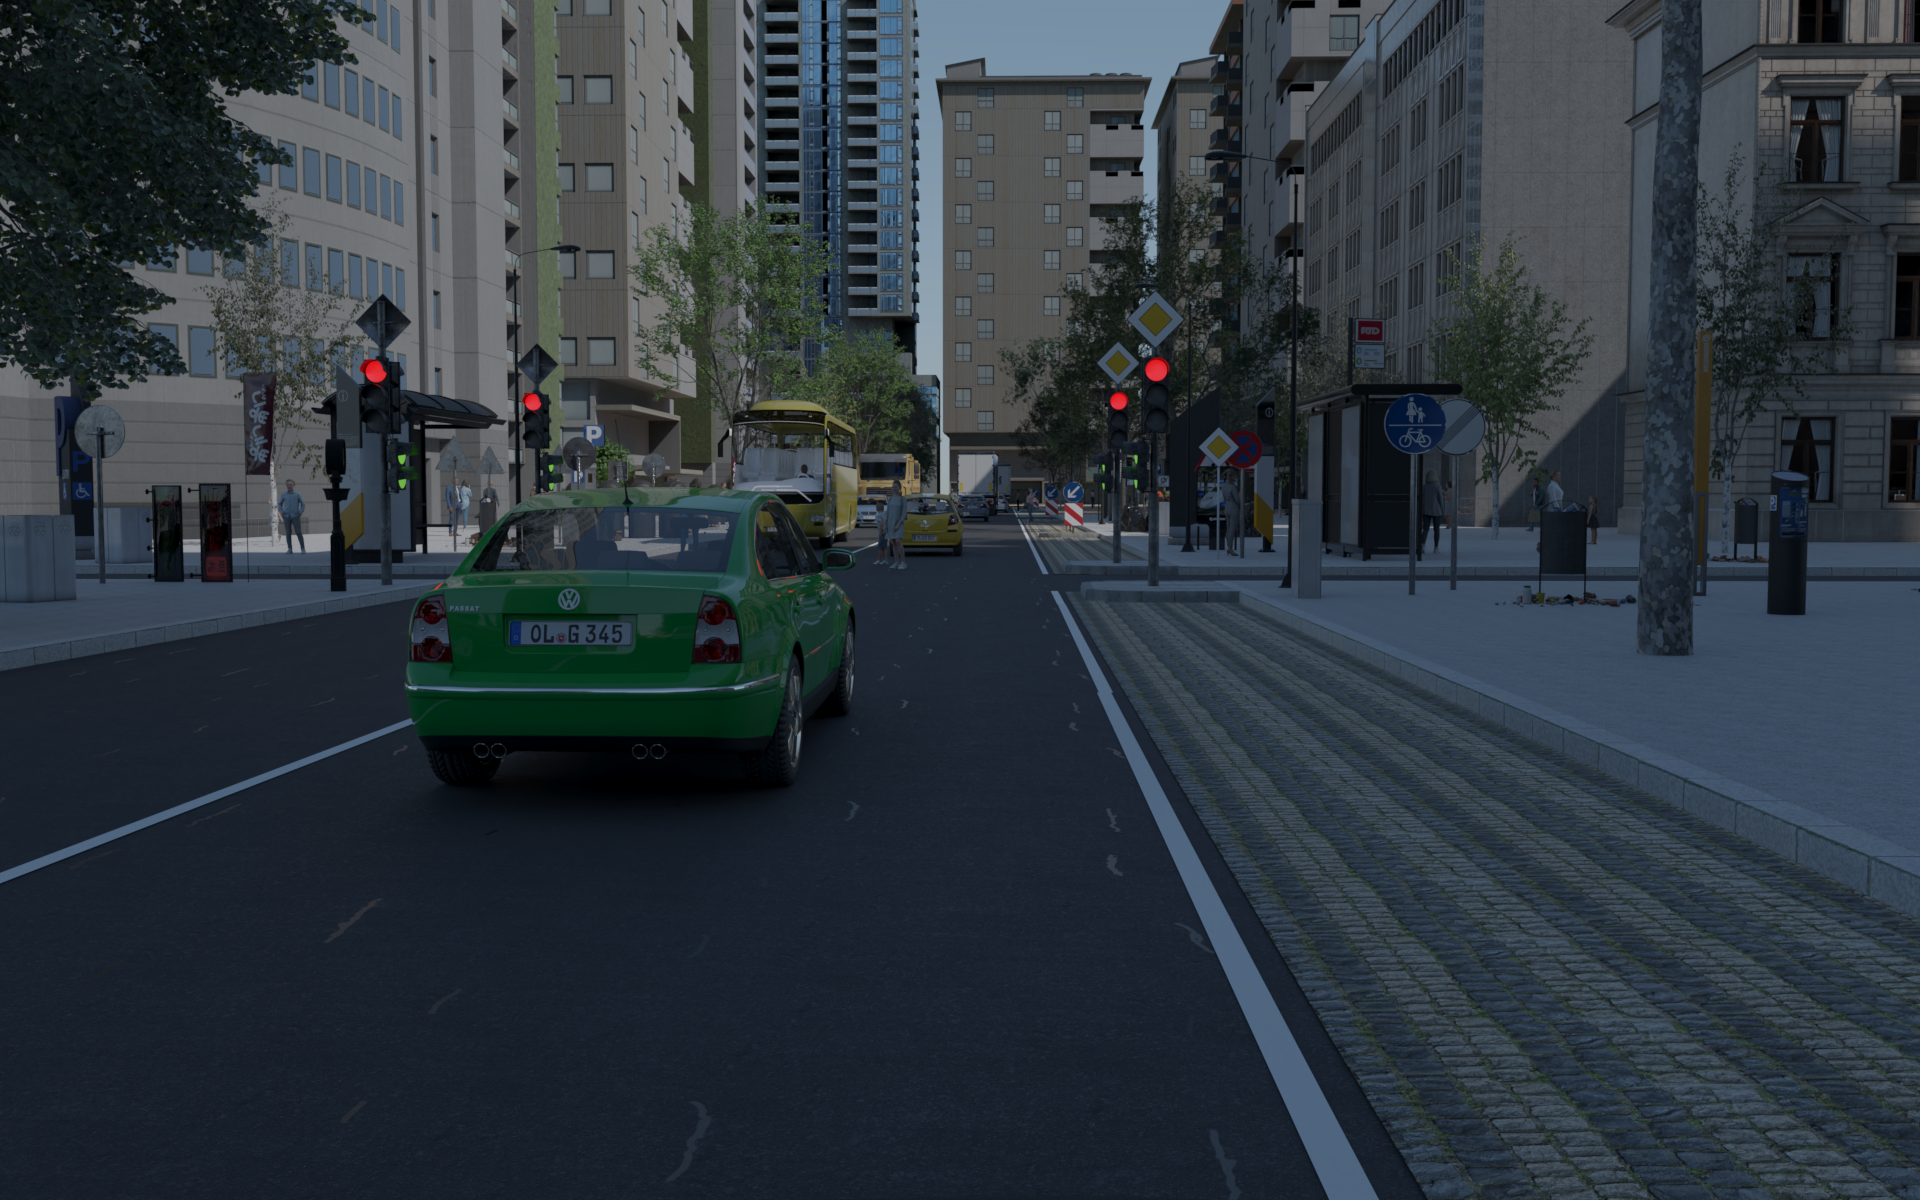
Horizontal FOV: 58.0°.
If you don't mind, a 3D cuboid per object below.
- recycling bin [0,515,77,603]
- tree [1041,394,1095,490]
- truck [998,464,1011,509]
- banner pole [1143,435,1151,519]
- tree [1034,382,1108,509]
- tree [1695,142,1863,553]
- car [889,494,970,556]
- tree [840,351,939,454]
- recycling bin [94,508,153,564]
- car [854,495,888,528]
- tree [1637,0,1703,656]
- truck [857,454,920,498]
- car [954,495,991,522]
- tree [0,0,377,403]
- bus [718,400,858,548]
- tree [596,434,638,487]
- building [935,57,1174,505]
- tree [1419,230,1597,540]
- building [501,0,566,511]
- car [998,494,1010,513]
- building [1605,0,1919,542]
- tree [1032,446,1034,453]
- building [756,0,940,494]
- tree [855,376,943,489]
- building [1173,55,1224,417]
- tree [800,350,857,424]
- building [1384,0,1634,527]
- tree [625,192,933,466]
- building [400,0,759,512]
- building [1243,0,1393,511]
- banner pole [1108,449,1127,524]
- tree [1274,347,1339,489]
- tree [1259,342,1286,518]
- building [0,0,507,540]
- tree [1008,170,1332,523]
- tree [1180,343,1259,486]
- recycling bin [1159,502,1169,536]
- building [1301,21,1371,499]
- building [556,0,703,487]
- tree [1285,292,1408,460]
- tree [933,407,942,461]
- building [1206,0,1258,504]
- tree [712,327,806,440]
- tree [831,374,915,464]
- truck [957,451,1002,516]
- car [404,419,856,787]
[{"bbox_3d":[-11.170,-0.504,20.802,0.722,1.027,0.722,1,4,18],"label":"recycling bin"},{"bbox_3d":[7.286,-10.102,115.530,4.737,8.622,4.395,0,3,0],"label":"tree"},{"bbox_3d":[3.492,-10.815,165.746,2.839,4.237,11.283,0,4,1],"label":"truck"},{"bbox_3d":[7.884,-5.084,73.137,0.401,3.779,0.863,-1,4,-22],"label":"banner pole"},{"bbox_3d":[6.888,-9.240,101.430,4.360,8.622,3.978,0,3,0],"label":"tree"},{"bbox_3d":[16.813,-5.316,37.279,4.360,8.622,3.978,0,3,0],"label":"tree"},{"bbox_3d":[-0.780,-1.908,41.412,2.015,1.641,3.980,0,4,1],"label":"car"},{"bbox_3d":[-6.222,-14.237,143.150,12.009,13.543,11.850,0,3,0],"label":"tree"},{"bbox_3d":[-15.566,-1.203,32.230,0.722,1.027,0.722,1,4,19],"label":"recycling bin"},{"bbox_3d":[-3.798,-3.831,74.642,2.014,1.417,4.499,0,4,1],"label":"car"},{"bbox_3d":[6.844,-9.574,12.417,12.611,20.169,13.585,0,3,0],"label":"tree"},{"bbox_3d":[-3.525,-5.480,85.529,3.469,3.379,9.791,0,4,2],"label":"truck"},{"bbox_3d":[0.631,-4.799,90.462,2.014,1.417,4.499,0,4,1],"label":"car"},{"bbox_3d":[-9.884,-6.676,15.803,9.857,13.997,8.962,0,3,0],"label":"tree"},{"bbox_3d":[-4.543,-3.516,49.026,2.896,3.916,12.252,0,4,0],"label":"bus"},{"bbox_3d":[-19.161,-6.769,94.390,4.285,4.588,4.351,0,3,0],"label":"tree"},{"bbox_3d":[11.242,-38.463,218.100,27.495,52.752,28.713,0,4,2],"label":"building"},{"bbox_3d":[15.140,-5.987,48.257,4.737,8.622,4.395,0,3,0],"label":"tree"},{"bbox_3d":[-29.150,-24.772,88.622,14.154,41.232,14.086,0,4,2],"label":"building"},{"bbox_3d":[2.768,-7.302,131.382,2.014,1.417,4.499,0,4,3],"label":"car"},{"bbox_3d":[29.987,-11.334,49.931,19.286,19.102,10.561,0,4,2],"label":"building"},{"bbox_3d":[8.206,-11.919,145.236,4.360,8.622,3.978,0,3,0],"label":"tree"},{"bbox_3d":[-18.083,-55.160,214.537,31.000,86.520,22.319,0,4,2],"label":"building"},{"bbox_3d":[-6.021,-14.911,160.798,9.611,12.733,9.660,0,3,0],"label":"tree"},{"bbox_3d":[38.714,-38.389,216.894,27.495,52.752,28.713,0,4,2],"label":"building"},{"bbox_3d":[-7.357,-8.500,89.333,4.737,8.622,4.395,0,3,0],"label":"tree"},{"bbox_3d":[26.168,-15.774,75.934,12.078,24.808,19.932,0,4,2],"label":"building"},{"bbox_3d":[-7.760,-8.265,60.895,9.928,11.665,9.643,0,3,0],"label":"tree"},{"bbox_3d":[-33.180,-37.728,158.845,28.212,58.520,21.231,0,4,2],"label":"building"},{"bbox_3d":[35.503,-32.749,124.689,28.713,52.752,27.495,0,4,2],"label":"building"},{"bbox_3d":[6.862,-5.204,75.099,0.863,3.779,0.401,0,4,-4],"label":"banner pole"},{"bbox_3d":[17.501,-8.350,86.877,4.737,8.622,4.395,0,3,0],"label":"tree"},{"bbox_3d":[14.536,-7.305,69.801,4.360,8.622,3.978,0,3,0],"label":"tree"},{"bbox_3d":[-30.231,-31.622,59.019,21.231,58.520,28.212,0,4,2],"label":"building"},{"bbox_3d":[6.505,-7.018,49.149,8.767,10.594,7.601,2,4,23],"label":"tree"},{"bbox_3d":[12.505,-8.087,82.593,4.360,8.622,3.978,0,3,0],"label":"tree"},{"bbox_3d":[6.501,-2.528,53.886,0.722,1.027,0.722,1,4,23],"label":"recycling bin"},{"bbox_3d":[26.705,-16.993,95.857,12.078,24.808,19.932,0,4,2],"label":"building"},{"bbox_3d":[-33.877,-32.532,121.139,28.713,52.752,27.495,0,4,2],"label":"building"},{"bbox_3d":[14.275,-6.850,62.363,4.360,8.622,3.978,0,3,0],"label":"tree"},{"bbox_3d":[-6.215,-11.119,107.554,9.928,11.665,9.643,0,3,0],"label":"tree"},{"bbox_3d":[33.637,-30.489,153.121,22.147,44.769,28.867,0,4,2],"label":"building"},{"bbox_3d":[-8.336,-7.558,73.943,4.360,8.622,3.978,0,3,0],"label":"tree"},{"bbox_3d":[-6.701,-11.773,126.908,8.767,10.594,7.601,3,5,40],"label":"tree"},{"bbox_3d":[1.301,-7.880,117.745,2.839,4.237,11.283,0,4,3],"label":"truck"},{"bbox_3d":[-1.634,-0.066,9.881,1.959,1.807,4.718,0,4,2],"label":"car"}]
